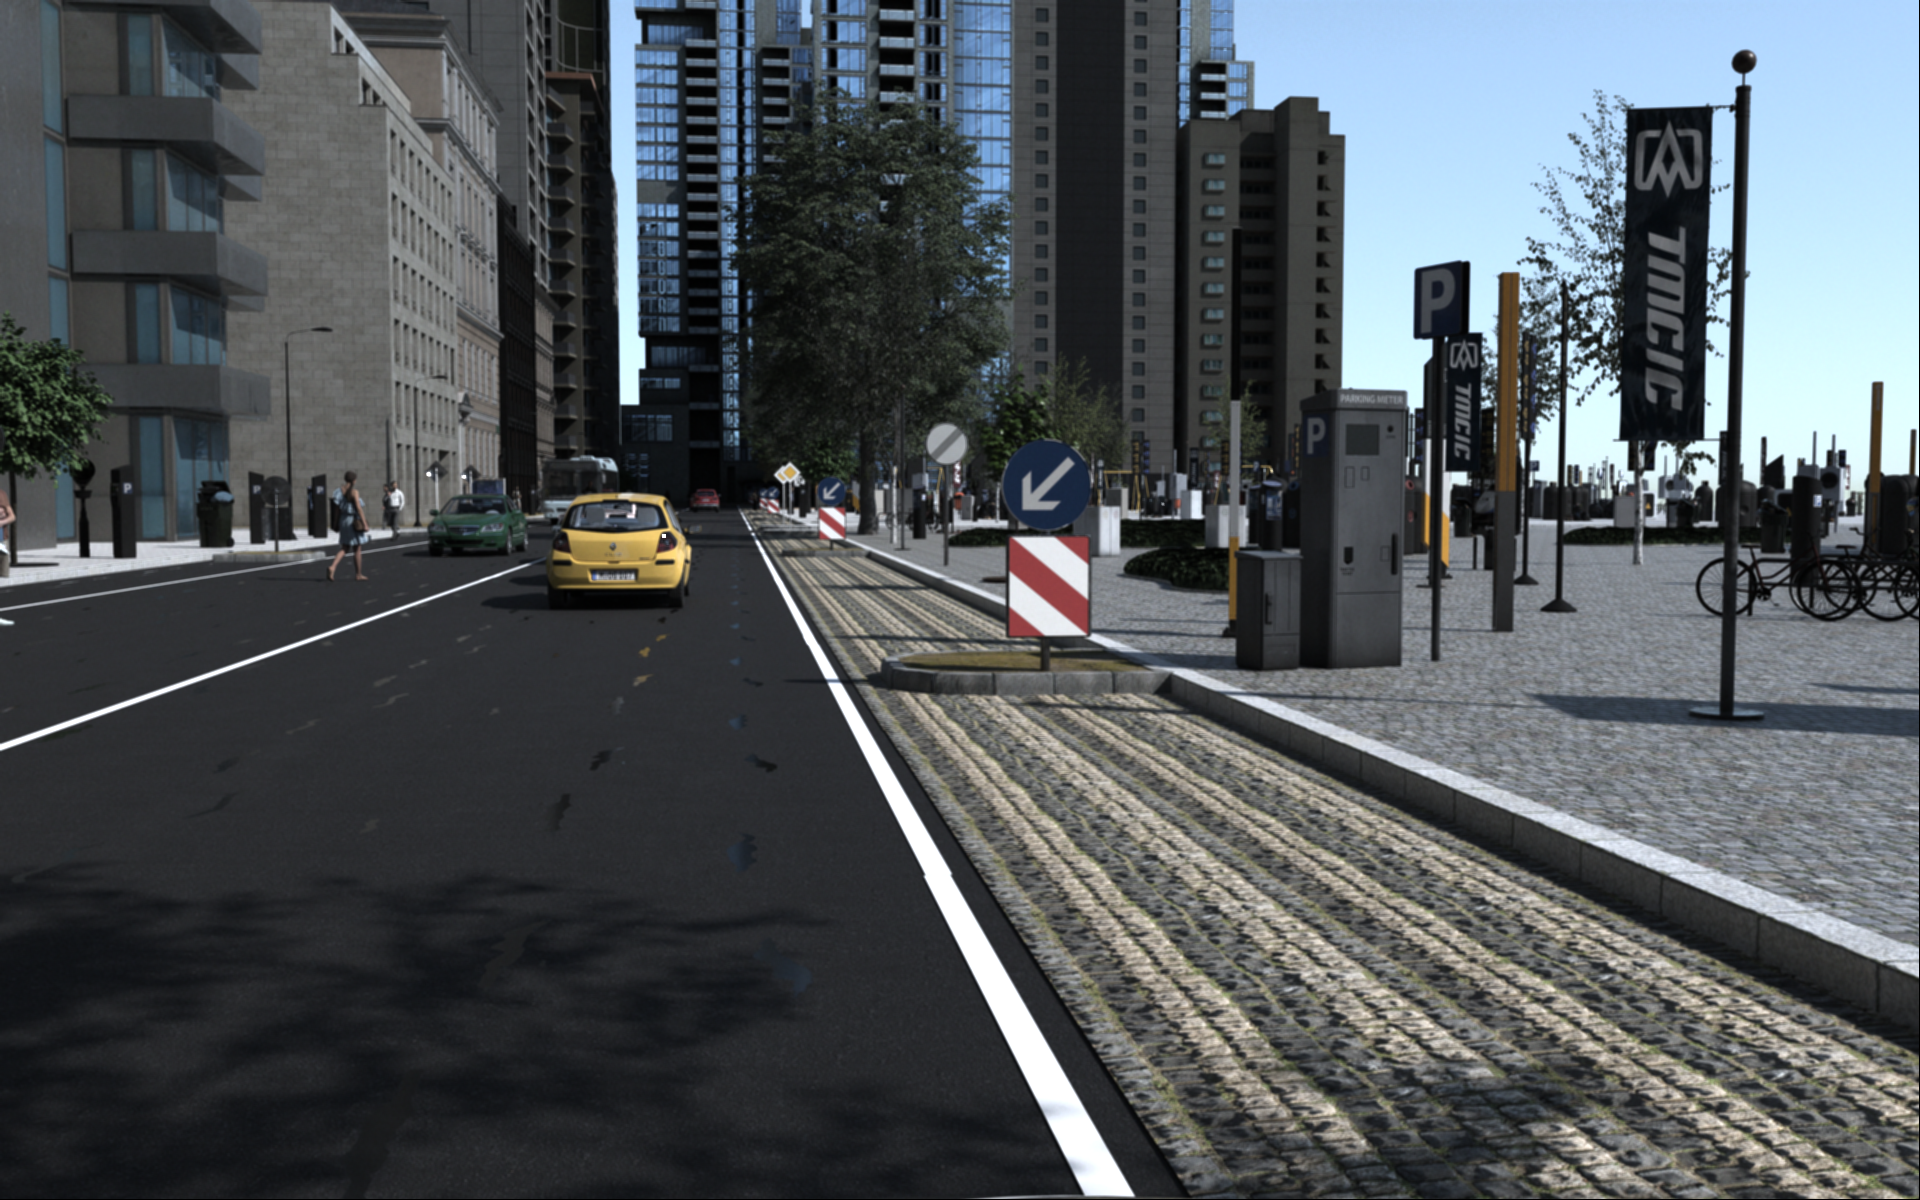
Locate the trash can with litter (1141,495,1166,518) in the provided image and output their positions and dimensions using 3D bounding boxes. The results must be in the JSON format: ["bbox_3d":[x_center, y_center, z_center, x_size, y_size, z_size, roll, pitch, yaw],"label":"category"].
[{"bbox_3d":[10.273,-5.032,93.332,1.678,1.210,2.233,2,4,30],"label":"trash can with litter"}]

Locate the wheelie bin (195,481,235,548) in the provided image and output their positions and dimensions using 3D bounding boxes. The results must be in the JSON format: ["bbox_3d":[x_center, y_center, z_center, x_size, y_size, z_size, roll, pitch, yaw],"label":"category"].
[{"bbox_3d":[-17.821,-2.052,41.463,0.980,1.594,0.693,1,4,10],"label":"wheelie bin"}]

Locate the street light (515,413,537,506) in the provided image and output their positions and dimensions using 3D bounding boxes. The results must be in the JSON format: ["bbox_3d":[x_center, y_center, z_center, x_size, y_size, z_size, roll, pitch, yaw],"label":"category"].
[{"bbox_3d":[-24.870,-7.744,99.161,1.470,5.913,1.316,0,4,-7],"label":"street light"}]

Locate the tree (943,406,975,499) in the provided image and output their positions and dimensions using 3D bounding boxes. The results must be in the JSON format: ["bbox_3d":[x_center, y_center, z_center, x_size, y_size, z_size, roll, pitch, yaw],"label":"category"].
[{"bbox_3d":[-0.612,-11.816,143.557,4.737,8.622,4.395,0,3,0],"label":"tree"}]

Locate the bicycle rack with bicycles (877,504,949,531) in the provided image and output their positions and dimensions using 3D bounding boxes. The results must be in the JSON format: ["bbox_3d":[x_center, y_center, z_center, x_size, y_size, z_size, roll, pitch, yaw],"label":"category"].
[{"bbox_3d":[-1.500,-2.989,62.259,2.925,0.926,2.852,-3,5,-43],"label":"bicycle rack with bicycles"}]

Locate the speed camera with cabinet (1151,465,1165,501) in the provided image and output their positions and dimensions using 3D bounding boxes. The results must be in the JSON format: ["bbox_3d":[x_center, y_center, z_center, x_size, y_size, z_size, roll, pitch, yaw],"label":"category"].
[{"bbox_3d":[13.764,-7.715,120.474,0.660,3.252,2.038,0,4,-5],"label":"speed camera with cabinet"}]

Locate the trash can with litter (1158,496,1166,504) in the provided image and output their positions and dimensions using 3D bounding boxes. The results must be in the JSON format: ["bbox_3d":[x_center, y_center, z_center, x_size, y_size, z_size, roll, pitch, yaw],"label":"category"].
[{"bbox_3d":[13.614,-6.405,116.102,0.624,1.170,1.055,0,4,-3],"label":"trash can with litter"}]

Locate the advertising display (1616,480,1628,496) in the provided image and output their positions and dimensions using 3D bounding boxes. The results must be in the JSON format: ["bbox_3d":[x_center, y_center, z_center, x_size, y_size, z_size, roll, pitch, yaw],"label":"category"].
[{"bbox_3d":[31.360,-4.701,82.075,0.123,1.923,0.974,3,5,43],"label":"advertising display"}]

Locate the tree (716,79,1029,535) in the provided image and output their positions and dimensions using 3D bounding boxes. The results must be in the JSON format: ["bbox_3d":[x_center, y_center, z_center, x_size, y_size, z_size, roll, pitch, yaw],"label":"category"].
[{"bbox_3d":[-2.806,-9.035,54.383,9.857,13.997,8.962,0,3,0],"label":"tree"}]

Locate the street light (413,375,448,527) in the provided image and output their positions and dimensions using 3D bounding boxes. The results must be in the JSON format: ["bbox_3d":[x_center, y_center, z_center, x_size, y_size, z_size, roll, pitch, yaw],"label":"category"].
[{"bbox_3d":[-20.754,-5.832,67.891,1.470,5.913,1.316,0,4,-7],"label":"street light"}]

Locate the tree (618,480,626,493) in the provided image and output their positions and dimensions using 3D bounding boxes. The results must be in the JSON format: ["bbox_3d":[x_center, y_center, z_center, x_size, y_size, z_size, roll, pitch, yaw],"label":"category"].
[{"bbox_3d":[-39.067,-12.440,197.996,1.663,3.219,1.824,0,3,0],"label":"tree"}]

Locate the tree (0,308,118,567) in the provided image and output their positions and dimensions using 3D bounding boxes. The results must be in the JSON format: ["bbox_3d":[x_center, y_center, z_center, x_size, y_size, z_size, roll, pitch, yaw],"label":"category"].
[{"bbox_3d":[-16.830,-2.875,30.713,4.285,4.588,4.351,0,3,0],"label":"tree"}]

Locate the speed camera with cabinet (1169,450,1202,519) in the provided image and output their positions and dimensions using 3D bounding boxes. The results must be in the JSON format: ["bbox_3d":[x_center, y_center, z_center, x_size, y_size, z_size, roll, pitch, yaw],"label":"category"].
[{"bbox_3d":[9.951,-5.017,76.368,0.660,3.252,2.038,-1,4,-20],"label":"speed camera with cabinet"}]

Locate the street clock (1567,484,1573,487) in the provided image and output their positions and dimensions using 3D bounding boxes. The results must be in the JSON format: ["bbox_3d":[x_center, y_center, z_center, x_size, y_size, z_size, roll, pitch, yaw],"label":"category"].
[{"bbox_3d":[42.096,-7.034,119.577,0.358,2.002,0.471,0,4,0],"label":"street clock"}]

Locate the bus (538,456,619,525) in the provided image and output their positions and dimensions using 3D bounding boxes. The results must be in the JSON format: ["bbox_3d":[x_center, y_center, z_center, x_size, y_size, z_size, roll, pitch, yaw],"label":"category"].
[{"bbox_3d":[-18.135,-5.404,83.221,2.948,3.499,13.247,0,4,-7],"label":"bus"}]

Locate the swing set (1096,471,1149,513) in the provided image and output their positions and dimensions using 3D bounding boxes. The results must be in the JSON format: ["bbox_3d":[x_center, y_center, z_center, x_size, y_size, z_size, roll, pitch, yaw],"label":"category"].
[{"bbox_3d":[11.114,-7.253,116.207,3.119,2.851,2.862,2,4,26],"label":"swing set"}]

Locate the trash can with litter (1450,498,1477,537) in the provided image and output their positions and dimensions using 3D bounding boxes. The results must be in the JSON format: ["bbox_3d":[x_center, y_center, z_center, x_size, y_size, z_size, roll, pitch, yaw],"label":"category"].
[{"bbox_3d":[14.982,-2.454,51.510,0.624,1.170,1.055,3,4,37],"label":"trash can with litter"}]

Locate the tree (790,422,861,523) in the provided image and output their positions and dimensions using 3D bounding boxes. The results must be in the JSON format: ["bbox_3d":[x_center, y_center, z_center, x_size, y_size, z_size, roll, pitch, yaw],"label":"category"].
[{"bbox_3d":[-5.941,-5.767,78.010,4.285,4.588,4.351,0,3,0],"label":"tree"}]

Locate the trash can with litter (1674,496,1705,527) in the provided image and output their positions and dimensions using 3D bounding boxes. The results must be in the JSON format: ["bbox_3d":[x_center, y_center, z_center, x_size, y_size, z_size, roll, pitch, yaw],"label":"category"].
[{"bbox_3d":[22.469,-2.549,53.068,1.055,1.170,0.624,1,4,14],"label":"trash can with litter"}]

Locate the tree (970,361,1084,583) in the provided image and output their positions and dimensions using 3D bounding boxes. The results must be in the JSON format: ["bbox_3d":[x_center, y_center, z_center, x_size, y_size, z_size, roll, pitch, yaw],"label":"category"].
[{"bbox_3d":[0.973,-1.876,25.276,1.663,3.219,1.824,0,3,0],"label":"tree"}]

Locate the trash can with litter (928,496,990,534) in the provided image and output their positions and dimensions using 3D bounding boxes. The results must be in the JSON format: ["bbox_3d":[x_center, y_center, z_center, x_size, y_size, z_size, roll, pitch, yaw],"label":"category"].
[{"bbox_3d":[-0.235,-2.748,55.992,1.678,1.210,2.233,-3,5,-40],"label":"trash can with litter"}]

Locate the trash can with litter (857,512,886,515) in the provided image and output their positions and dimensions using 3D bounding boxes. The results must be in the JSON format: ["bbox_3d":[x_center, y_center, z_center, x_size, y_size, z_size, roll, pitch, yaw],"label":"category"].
[{"bbox_3d":[-5.292,-5.825,106.295,2.233,1.210,1.678,2,4,32],"label":"trash can with litter"}]

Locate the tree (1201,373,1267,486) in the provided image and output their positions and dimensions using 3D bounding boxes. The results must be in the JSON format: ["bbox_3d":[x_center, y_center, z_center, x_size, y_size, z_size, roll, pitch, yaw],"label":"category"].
[{"bbox_3d":[16.634,-9.426,104.483,4.737,8.622,4.395,0,3,0],"label":"tree"}]

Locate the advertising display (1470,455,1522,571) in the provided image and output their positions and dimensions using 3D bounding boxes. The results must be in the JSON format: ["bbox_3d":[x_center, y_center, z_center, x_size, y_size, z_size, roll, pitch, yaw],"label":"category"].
[{"bbox_3d":[9.027,-1.467,29.204,0.123,1.923,0.974,-2,4,-31],"label":"advertising display"}]

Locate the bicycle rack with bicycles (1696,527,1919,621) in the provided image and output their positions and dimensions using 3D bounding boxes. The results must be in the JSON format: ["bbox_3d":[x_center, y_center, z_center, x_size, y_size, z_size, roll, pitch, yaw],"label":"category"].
[{"bbox_3d":[9.562,-0.280,17.961,2.852,0.926,2.925,-3,5,-43],"label":"bicycle rack with bicycles"}]

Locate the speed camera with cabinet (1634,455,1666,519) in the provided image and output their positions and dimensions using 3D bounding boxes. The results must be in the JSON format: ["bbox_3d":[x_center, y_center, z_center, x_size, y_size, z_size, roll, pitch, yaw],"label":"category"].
[{"bbox_3d":[35.448,-5.747,88.296,2.038,3.252,0.660,-1,4,-12],"label":"speed camera with cabinet"}]

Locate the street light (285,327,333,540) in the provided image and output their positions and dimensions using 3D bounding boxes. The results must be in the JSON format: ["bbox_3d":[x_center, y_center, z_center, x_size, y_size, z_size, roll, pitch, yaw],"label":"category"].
[{"bbox_3d":[-18.141,-4.630,48.244,1.470,5.913,1.316,0,4,-7],"label":"street light"}]

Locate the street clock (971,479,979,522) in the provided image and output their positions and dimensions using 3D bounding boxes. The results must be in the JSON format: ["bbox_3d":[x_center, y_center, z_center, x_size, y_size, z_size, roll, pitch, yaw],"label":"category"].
[{"bbox_3d":[0.703,-4.663,80.813,0.358,2.002,0.471,-2,4,-24],"label":"street clock"}]

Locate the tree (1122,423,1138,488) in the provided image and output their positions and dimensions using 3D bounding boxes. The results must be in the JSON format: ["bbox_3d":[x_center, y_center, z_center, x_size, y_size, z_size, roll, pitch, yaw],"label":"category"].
[{"bbox_3d":[10.942,-10.875,128.164,4.737,8.622,4.395,0,3,0],"label":"tree"}]

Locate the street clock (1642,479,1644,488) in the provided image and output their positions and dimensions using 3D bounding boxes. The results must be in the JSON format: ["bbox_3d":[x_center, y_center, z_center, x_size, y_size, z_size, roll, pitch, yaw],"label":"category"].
[{"bbox_3d":[33.530,-4.946,85.444,0.358,2.002,0.471,3,5,40],"label":"street clock"}]

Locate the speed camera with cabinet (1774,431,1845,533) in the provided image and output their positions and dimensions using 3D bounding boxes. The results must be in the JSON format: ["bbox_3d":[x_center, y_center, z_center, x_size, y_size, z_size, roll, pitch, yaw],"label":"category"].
[{"bbox_3d":[28.332,-3.882,57.811,2.038,3.252,0.660,3,5,40],"label":"speed camera with cabinet"}]

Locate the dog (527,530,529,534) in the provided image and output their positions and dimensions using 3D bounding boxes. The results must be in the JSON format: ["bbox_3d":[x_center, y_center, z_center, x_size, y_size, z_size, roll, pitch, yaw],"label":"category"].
[{"bbox_3d":[-15.016,-2.591,59.192,0.513,0.831,0.800,0,4,-4],"label":"dog"}]

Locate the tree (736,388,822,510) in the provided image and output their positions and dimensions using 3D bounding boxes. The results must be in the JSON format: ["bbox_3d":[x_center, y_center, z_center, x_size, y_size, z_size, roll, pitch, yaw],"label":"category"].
[{"bbox_3d":[-14.520,-13.236,142.169,9.928,11.665,9.643,0,3,0],"label":"tree"}]

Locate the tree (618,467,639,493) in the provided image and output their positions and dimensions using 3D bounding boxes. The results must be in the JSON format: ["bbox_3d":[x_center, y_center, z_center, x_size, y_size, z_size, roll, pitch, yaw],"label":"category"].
[{"bbox_3d":[-39.009,-13.308,201.302,4.285,4.588,4.351,0,3,0],"label":"tree"}]

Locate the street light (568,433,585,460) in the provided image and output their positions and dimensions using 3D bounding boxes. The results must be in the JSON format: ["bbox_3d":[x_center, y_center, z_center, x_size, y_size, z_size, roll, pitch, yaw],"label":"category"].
[{"bbox_3d":[-28.968,-9.676,130.742,1.470,5.913,1.316,0,4,-7],"label":"street light"}]

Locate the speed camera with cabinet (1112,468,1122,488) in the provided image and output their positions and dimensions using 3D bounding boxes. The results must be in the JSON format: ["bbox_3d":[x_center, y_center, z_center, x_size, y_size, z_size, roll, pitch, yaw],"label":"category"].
[{"bbox_3d":[12.211,-8.452,132.520,0.660,3.252,2.038,2,4,24],"label":"speed camera with cabinet"}]

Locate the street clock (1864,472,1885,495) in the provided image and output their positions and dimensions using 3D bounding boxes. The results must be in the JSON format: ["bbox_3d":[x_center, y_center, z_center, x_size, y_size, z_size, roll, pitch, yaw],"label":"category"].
[{"bbox_3d":[28.803,-3.055,54.515,0.471,2.002,0.358,1,4,9],"label":"street clock"}]

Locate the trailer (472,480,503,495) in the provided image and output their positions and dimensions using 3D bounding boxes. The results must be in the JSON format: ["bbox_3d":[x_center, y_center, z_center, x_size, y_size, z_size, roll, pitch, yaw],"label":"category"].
[{"bbox_3d":[-19.682,-3.972,71.986,1.471,1.999,3.904,-1,4,-9],"label":"trailer"}]

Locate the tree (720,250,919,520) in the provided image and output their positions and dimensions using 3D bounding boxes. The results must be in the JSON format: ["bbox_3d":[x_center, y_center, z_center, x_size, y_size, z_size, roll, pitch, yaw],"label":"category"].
[{"bbox_3d":[-6.803,-10.811,87.124,12.009,13.543,11.850,0,3,0],"label":"tree"}]

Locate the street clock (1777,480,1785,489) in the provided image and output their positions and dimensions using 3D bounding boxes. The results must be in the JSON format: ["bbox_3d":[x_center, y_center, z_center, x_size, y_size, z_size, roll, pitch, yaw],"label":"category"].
[{"bbox_3d":[41.532,-5.084,87.691,0.358,2.002,0.471,0,4,6],"label":"street clock"}]

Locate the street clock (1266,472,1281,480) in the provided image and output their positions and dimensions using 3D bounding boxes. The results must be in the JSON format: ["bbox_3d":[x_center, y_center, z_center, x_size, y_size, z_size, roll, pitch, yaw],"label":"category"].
[{"bbox_3d":[10.527,-3.280,58.204,0.471,2.002,0.358,-2,4,-29],"label":"street clock"}]

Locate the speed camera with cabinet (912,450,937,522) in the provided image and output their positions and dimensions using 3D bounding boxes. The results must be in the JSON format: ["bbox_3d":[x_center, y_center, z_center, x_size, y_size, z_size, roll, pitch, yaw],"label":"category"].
[{"bbox_3d":[-1.593,-5.105,77.805,0.660,3.252,2.038,1,4,16],"label":"speed camera with cabinet"}]

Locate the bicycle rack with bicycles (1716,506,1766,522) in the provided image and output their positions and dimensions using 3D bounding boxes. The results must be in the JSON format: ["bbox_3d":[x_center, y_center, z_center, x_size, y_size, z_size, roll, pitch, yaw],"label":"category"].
[{"bbox_3d":[35.440,-3.964,78.187,2.852,0.926,2.925,-2,4,-28],"label":"bicycle rack with bicycles"}]

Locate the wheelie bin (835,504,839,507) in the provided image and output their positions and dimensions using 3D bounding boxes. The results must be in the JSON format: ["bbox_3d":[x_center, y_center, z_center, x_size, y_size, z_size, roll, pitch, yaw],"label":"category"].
[{"bbox_3d":[-9.446,-7.792,135.304,0.693,1.594,0.980,-1,4,-11],"label":"wheelie bin"}]

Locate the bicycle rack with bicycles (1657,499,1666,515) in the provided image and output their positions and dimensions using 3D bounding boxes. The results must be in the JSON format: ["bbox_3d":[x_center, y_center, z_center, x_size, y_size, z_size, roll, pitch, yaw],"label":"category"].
[{"bbox_3d":[50.532,-6.598,121.253,2.852,0.926,2.925,0,4,-3],"label":"bicycle rack with bicycles"}]

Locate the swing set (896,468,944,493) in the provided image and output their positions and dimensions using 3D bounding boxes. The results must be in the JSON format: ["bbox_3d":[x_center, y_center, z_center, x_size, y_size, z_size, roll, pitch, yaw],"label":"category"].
[{"bbox_3d":[-2.323,-6.461,103.260,3.119,2.851,2.862,1,4,19],"label":"swing set"}]

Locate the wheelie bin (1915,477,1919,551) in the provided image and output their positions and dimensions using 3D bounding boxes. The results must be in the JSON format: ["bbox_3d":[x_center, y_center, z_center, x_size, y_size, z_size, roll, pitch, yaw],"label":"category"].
[{"bbox_3d":[17.666,-1.429,31.280,0.980,1.594,0.693,1,4,17],"label":"wheelie bin"}]

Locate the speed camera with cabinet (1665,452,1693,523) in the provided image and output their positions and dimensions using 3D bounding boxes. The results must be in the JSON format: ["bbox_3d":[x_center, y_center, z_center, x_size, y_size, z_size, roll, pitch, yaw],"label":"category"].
[{"bbox_3d":[32.634,-5.155,78.616,0.660,3.252,2.038,2,4,30],"label":"speed camera with cabinet"}]

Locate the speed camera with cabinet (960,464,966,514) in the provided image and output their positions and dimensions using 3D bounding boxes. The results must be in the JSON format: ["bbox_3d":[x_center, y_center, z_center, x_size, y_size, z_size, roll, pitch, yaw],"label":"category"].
[{"bbox_3d":[0.366,-7.312,113.885,0.660,3.252,2.038,0,4,8],"label":"speed camera with cabinet"}]

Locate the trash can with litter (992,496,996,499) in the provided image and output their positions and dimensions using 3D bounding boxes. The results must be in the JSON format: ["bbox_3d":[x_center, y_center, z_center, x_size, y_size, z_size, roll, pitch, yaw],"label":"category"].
[{"bbox_3d":[2.275,-7.263,130.138,1.055,1.170,0.624,0,4,5],"label":"trash can with litter"}]

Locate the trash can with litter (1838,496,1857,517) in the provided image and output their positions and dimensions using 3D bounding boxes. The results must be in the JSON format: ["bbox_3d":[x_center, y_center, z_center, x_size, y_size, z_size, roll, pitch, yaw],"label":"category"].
[{"bbox_3d":[50.506,-5.338,98.659,0.624,1.170,1.055,-3,5,-39],"label":"trash can with litter"}]

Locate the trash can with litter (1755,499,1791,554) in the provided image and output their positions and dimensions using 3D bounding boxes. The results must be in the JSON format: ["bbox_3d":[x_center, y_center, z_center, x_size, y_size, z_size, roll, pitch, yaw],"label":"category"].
[{"bbox_3d":[17.833,-1.597,37.493,1.055,1.170,0.624,0,4,7],"label":"trash can with litter"}]

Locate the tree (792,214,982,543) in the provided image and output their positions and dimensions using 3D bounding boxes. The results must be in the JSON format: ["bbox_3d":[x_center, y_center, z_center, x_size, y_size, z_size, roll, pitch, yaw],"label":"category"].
[{"bbox_3d":[-1.976,-5.790,45.028,4.360,8.622,3.978,0,3,0],"label":"tree"}]

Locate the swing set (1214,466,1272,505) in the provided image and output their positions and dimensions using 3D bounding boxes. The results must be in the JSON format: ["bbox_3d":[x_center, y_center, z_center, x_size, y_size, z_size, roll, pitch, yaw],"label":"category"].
[{"bbox_3d":[16.035,-6.035,96.292,3.119,2.851,2.862,-1,4,-17],"label":"swing set"}]

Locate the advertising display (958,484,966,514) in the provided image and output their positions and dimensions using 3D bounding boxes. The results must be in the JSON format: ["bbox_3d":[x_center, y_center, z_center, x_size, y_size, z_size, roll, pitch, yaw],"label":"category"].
[{"bbox_3d":[0.314,-6.410,110.022,0.974,1.923,0.123,1,4,22],"label":"advertising display"}]

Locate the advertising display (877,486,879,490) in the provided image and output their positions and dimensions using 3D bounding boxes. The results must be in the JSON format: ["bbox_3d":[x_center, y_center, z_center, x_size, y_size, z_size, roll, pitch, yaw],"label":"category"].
[{"bbox_3d":[-7.164,-8.462,143.567,0.974,1.923,0.123,2,4,31],"label":"advertising display"}]

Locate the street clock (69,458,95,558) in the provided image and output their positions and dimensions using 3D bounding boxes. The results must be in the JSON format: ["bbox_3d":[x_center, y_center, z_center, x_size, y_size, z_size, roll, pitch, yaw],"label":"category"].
[{"bbox_3d":[-17.663,-1.855,34.895,0.471,2.002,0.358,-2,4,-26],"label":"street clock"}]
